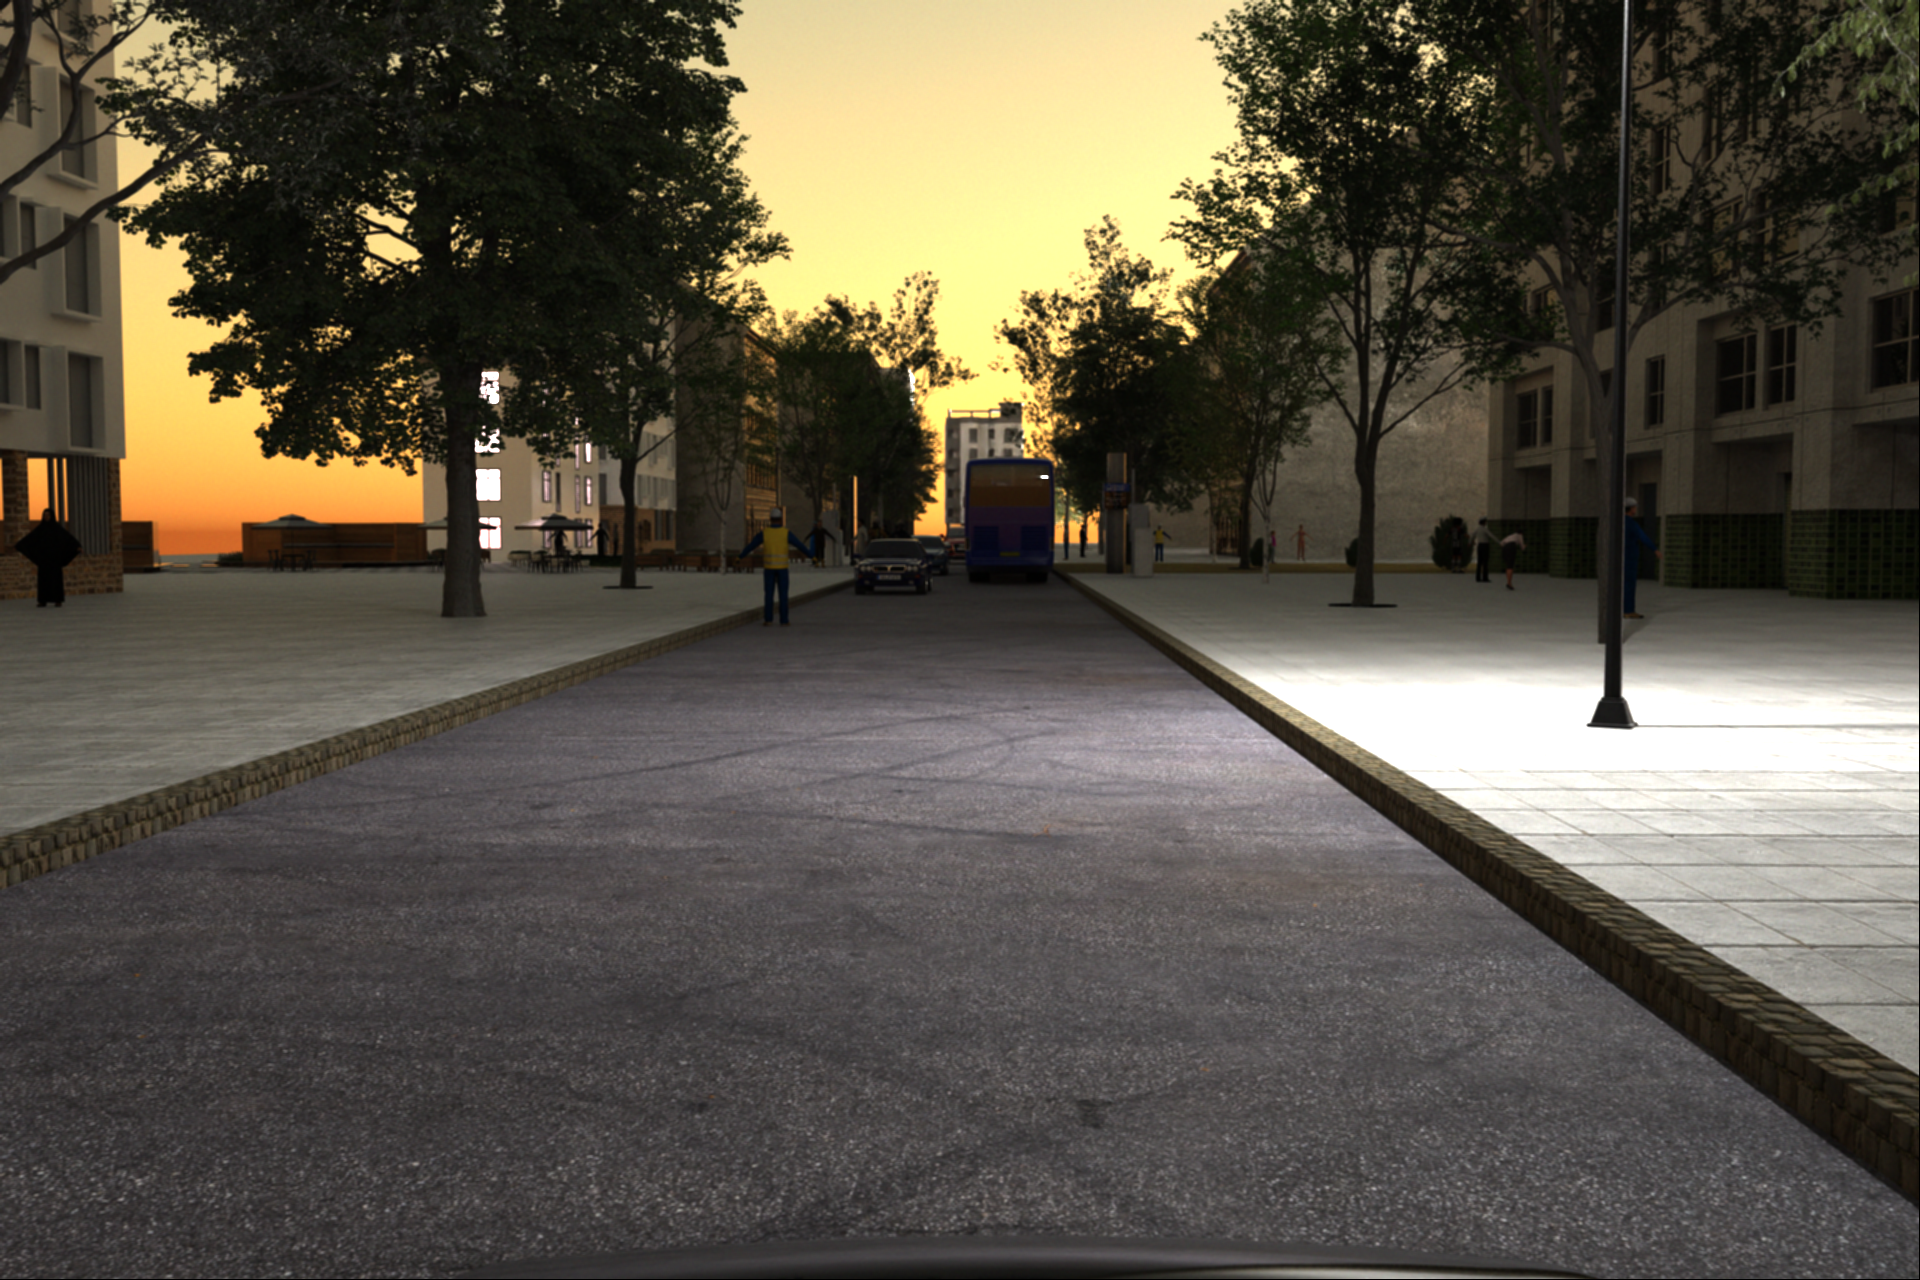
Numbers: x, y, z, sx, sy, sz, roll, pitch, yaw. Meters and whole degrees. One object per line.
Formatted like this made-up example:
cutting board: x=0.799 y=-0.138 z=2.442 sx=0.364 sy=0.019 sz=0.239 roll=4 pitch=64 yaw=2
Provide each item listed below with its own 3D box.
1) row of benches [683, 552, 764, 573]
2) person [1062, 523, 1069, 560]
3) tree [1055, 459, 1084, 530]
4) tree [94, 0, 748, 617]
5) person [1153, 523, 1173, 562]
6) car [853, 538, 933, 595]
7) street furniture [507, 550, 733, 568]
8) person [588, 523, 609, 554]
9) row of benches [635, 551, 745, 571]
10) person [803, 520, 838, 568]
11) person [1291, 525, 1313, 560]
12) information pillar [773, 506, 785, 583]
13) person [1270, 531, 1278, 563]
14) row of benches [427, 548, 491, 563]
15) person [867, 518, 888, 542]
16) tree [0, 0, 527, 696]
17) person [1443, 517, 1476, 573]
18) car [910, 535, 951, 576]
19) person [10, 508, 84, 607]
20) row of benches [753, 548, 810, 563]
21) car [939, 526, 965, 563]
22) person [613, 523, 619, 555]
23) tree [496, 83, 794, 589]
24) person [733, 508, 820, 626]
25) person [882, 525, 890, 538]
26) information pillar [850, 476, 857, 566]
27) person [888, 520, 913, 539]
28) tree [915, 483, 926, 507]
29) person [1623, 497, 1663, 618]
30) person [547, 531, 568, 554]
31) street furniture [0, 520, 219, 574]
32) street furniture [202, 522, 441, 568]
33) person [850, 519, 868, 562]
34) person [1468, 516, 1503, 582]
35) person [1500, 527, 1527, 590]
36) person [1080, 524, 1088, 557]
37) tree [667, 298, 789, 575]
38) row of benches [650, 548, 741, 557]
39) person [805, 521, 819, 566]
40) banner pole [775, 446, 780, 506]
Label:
row of benches: x=-7.824 y=-2.595 z=57.883 sx=1.422 sy=0.672 sz=4.104 roll=-3 pitch=5 yaw=-43
person: x=5.225 y=-4.884 z=85.713 sx=0.705 sy=1.847 sz=1.347 roll=0 pitch=4 yaw=4
tree: x=15.770 y=-20.476 z=252.904 sx=7.486 sy=12.596 sz=7.792 roll=0 pitch=3 yaw=0
tree: x=-7.867 y=-7.337 z=26.616 sx=9.857 sy=13.997 sz=8.962 roll=0 pitch=3 yaw=0
person: x=9.168 y=-4.478 z=79.681 sx=1.216 sy=1.772 sz=0.721 roll=0 pitch=4 yaw=6
car: x=-1.602 y=-1.816 z=42.278 sx=1.945 sy=1.354 sz=3.894 roll=0 pitch=4 yaw=2
street furniture: x=-13.182 y=-3.226 z=68.368 sx=10.072 sy=0.657 sz=5.734 roll=2 pitch=4 yaw=35
person: x=-17.076 y=-4.644 z=82.158 sx=0.704 sy=1.802 sz=1.346 roll=2 pitch=4 yaw=32
row of benches: x=-9.474 y=-2.793 z=61.134 sx=4.104 sy=0.672 sz=1.422 roll=1 pitch=4 yaw=14
person: x=-5.329 y=-3.657 z=65.924 sx=1.346 sy=1.812 sz=0.704 roll=-1 pitch=4 yaw=-13
person: x=16.703 y=-4.758 z=84.592 sx=1.217 sy=1.733 sz=0.721 roll=-1 pitch=4 yaw=-18
information pillar: x=-4.789 y=-2.530 z=45.862 sx=0.304 sy=2.012 sz=0.304 roll=0 pitch=4 yaw=0
person: x=13.797 y=-4.079 z=75.950 sx=0.599 sy=1.433 sz=0.991 roll=1 pitch=4 yaw=23
row of benches: x=-22.652 y=-3.736 z=76.550 sx=4.104 sy=0.672 sz=1.422 roll=-3 pitch=5 yaw=-39
person: x=-3.069 y=-3.495 z=62.911 sx=1.354 sy=1.858 sz=0.705 roll=2 pitch=4 yaw=25
tree: x=-8.108 y=-6.294 z=13.275 sx=12.009 sy=13.543 sz=11.850 roll=0 pitch=3 yaw=0
person: x=16.391 y=-3.110 z=56.997 sx=0.704 sy=1.843 sz=1.345 roll=-2 pitch=4 yaw=-34
car: x=-1.296 y=-3.016 z=61.318 sx=2.014 sy=1.417 sz=4.499 roll=0 pitch=4 yaw=1
person: x=-16.048 y=-1.449 z=30.473 sx=1.214 sy=1.737 sz=0.721 roll=0 pitch=4 yaw=-7
row of benches: x=-7.698 y=-3.740 z=76.604 sx=1.422 sy=0.672 sz=4.104 roll=2 pitch=4 yaw=29
car: x=0.165 y=-4.581 z=83.565 sx=2.281 sy=1.827 sz=5.304 roll=0 pitch=4 yaw=1
person: x=-16.906 y=-4.837 z=85.212 sx=0.705 sy=1.813 sz=1.348 roll=-1 pitch=4 yaw=-9
tree: x=-7.713 y=-7.009 z=40.359 sx=9.928 sy=11.665 sz=9.643 roll=0 pitch=3 yaw=0
person: x=-2.872 y=-1.140 z=27.061 sx=1.349 sy=1.833 sz=0.705 roll=0 pitch=4 yaw=-4
person: x=-4.196 y=-5.504 z=96.183 sx=0.705 sy=1.806 sz=1.347 roll=3 pitch=4 yaw=38
information pillar: x=-4.332 y=-4.840 z=70.444 sx=0.184 sy=3.620 sz=1.656 roll=0 pitch=4 yaw=1
person: x=-1.777 y=-2.661 z=51.748 sx=1.354 sy=1.856 sz=0.705 roll=-1 pitch=4 yaw=-14
tree: x=-9.452 y=-21.062 z=254.730 sx=12.009 sy=13.543 sz=11.850 roll=0 pitch=3 yaw=0
person: x=10.226 y=-1.259 z=26.471 sx=0.705 sy=1.842 sz=1.347 roll=-1 pitch=4 yaw=-14
person: x=-18.743 y=-4.523 z=80.670 sx=1.216 sy=1.740 sz=0.721 roll=2 pitch=4 yaw=28
street furniture: x=-31.140 y=-3.192 z=59.039 sx=11.010 sy=1.723 sz=9.812 roll=-1 pitch=4 yaw=-19
street furniture: x=-25.057 y=-3.869 z=70.118 sx=11.010 sy=1.723 sz=9.812 roll=1 pitch=4 yaw=20
person: x=-3.417 y=-3.259 z=59.469 sx=0.705 sy=1.806 sz=1.347 roll=-2 pitch=4 yaw=-26
person: x=14.049 y=-2.440 z=46.351 sx=0.721 sy=1.778 sz=1.216 roll=-2 pitch=4 yaw=-30
person: x=12.796 y=-1.880 z=39.977 sx=0.628 sy=1.438 sz=0.799 roll=1 pitch=4 yaw=11
person: x=6.821 y=-5.500 z=95.866 sx=0.705 sy=1.837 sz=1.347 roll=1 pitch=4 yaw=20
tree: x=-7.470 y=-6.345 z=54.099 sx=4.360 sy=8.622 sz=3.978 roll=0 pitch=3 yaw=0
row of benches: x=-11.727 y=-3.722 z=76.321 sx=4.104 sy=0.672 sz=1.422 roll=0 pitch=4 yaw=-6
person: x=-5.873 y=-3.890 z=69.721 sx=0.704 sy=1.817 sz=1.347 roll=-2 pitch=4 yaw=-35
banner pole: x=-5.197 y=-3.644 z=49.604 sx=0.401 sy=3.779 sz=0.863 roll=0 pitch=4 yaw=1
